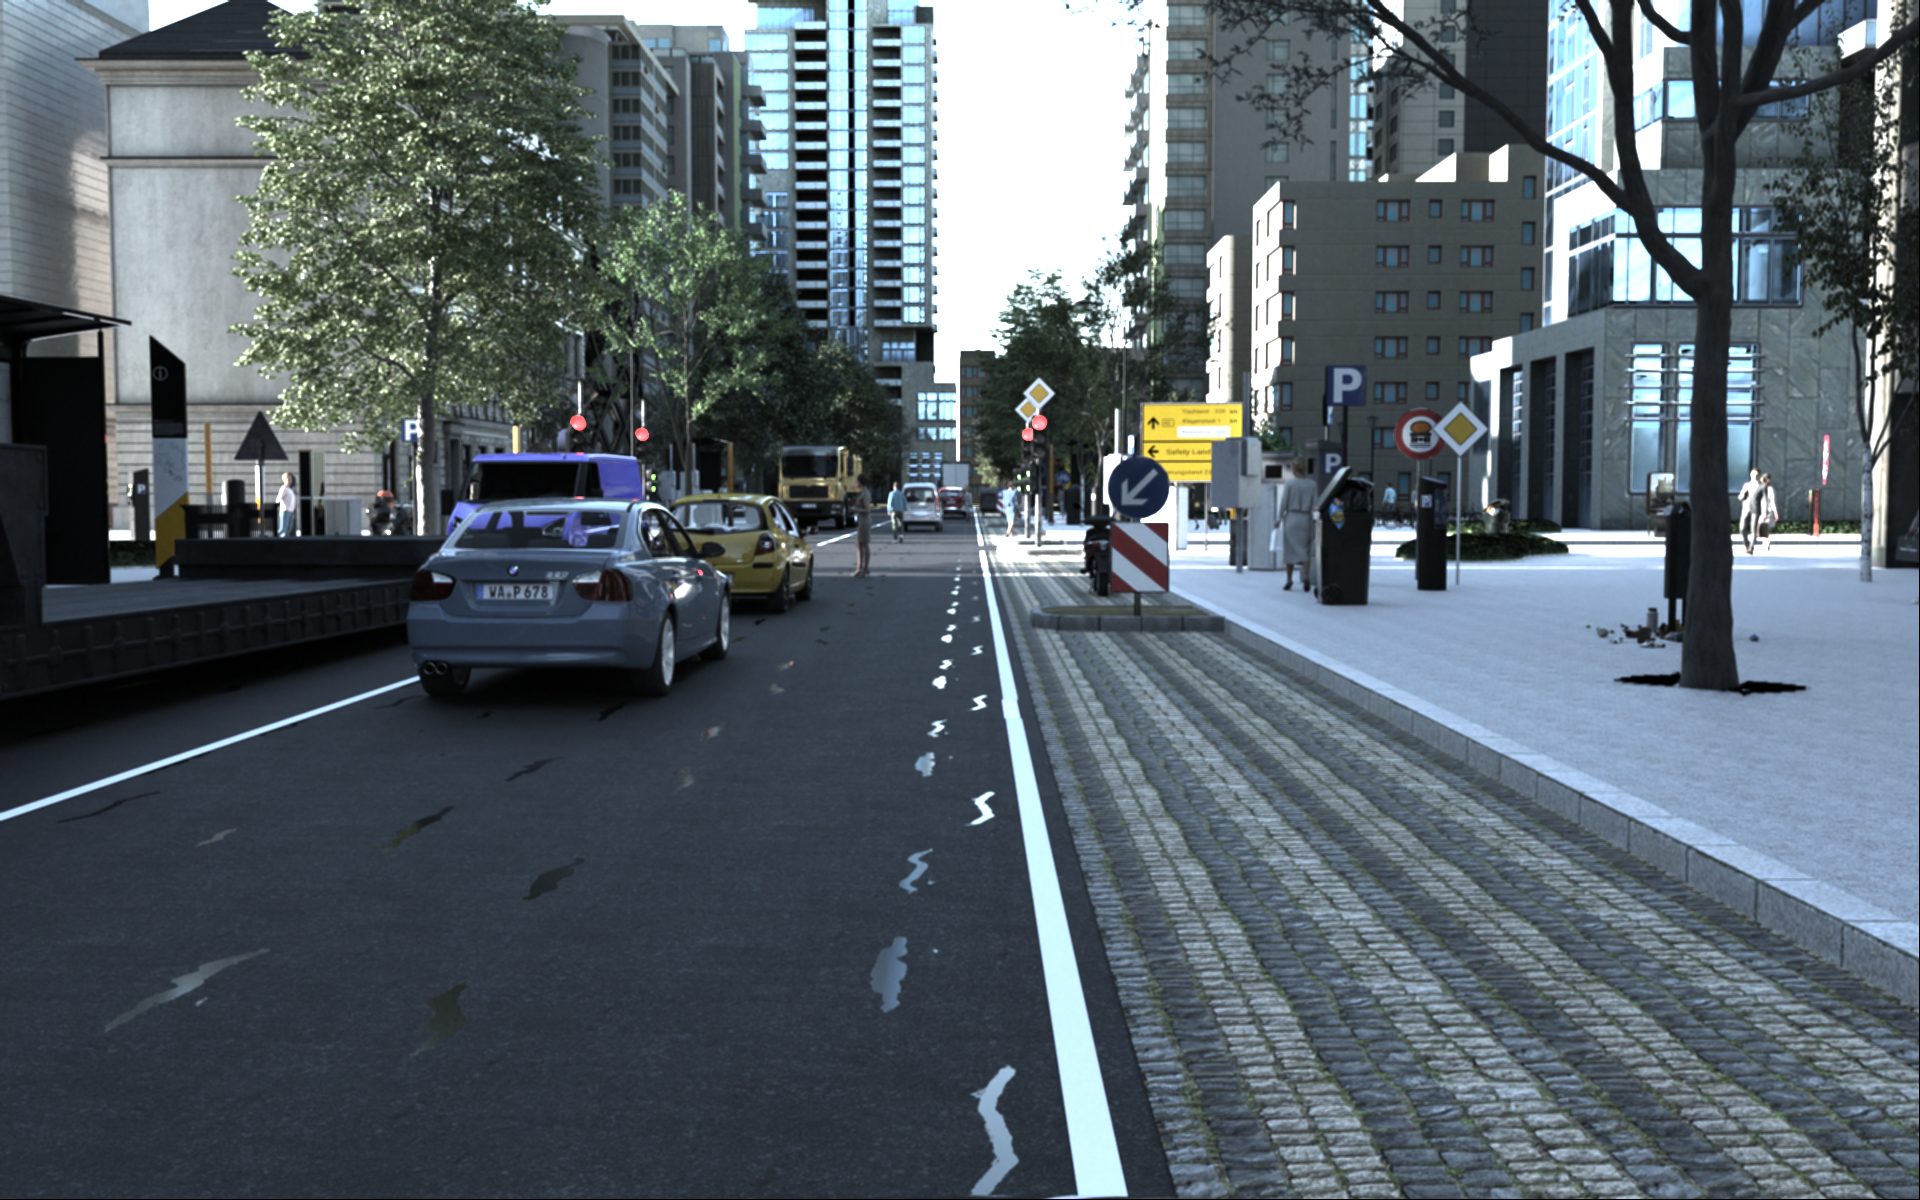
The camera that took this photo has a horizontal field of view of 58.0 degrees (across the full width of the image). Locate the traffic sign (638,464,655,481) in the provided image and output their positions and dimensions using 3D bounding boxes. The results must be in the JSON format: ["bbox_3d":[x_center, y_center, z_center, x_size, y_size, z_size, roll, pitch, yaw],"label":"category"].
[{"bbox_3d":[-12.341,-4.159,68.107,0.768,2.556,0.104,0,4,2],"label":"traffic sign"}]

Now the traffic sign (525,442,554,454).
[{"bbox_3d":[-10.349,-2.599,42.604,0.768,2.556,0.104,0,4,4],"label":"traffic sign"}]

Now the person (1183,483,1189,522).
[{"bbox_3d":[9.843,-4.410,78.367,1.509,1.804,0.699,-2,4,-24],"label":"person"}]

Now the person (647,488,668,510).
[{"bbox_3d":[-11.715,-3.741,67.427,1.509,1.804,0.699,3,5,42],"label":"person"}]

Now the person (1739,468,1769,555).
[{"bbox_3d":[16.795,-1.874,36.654,0.622,1.834,0.822,2,4,35],"label":"person"}]

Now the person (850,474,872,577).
[{"bbox_3d":[-1.709,-1.288,29.895,0.374,1.781,0.599,0,4,-5],"label":"person"}]

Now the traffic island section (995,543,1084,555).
[{"bbox_3d":[1.918,-1.192,41.763,2.009,0.180,2.903,0,4,0],"label":"traffic island section"}]

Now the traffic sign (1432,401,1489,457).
[{"bbox_3d":[7.077,-1.513,24.477,0.795,2.593,0.064,0,4,3],"label":"traffic sign"}]

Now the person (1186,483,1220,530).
[{"bbox_3d":[8.605,-3.450,62.666,0.699,1.804,1.509,-3,5,-42],"label":"person"}]

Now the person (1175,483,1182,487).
[{"bbox_3d":[6.847,-2.889,53.626,0.444,1.785,0.601,2,4,34],"label":"person"}]

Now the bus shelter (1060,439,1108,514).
[{"bbox_3d":[5.612,-5.272,77.478,1.731,3.624,6.357,0,4,1],"label":"bus shelter"}]

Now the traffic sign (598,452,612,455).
[{"bbox_3d":[-10.760,-3.196,52.362,0.768,2.556,0.104,0,4,7],"label":"traffic sign"}]

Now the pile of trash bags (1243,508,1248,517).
[{"bbox_3d":[6.254,-1.430,33.136,1.912,1.369,3.447,0,4,-3],"label":"pile of trash bags"}]

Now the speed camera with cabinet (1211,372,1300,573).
[{"bbox_3d":[4.987,-2.110,28.841,0.660,3.252,2.038,3,5,43],"label":"speed camera with cabinet"}]

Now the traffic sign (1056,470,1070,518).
[{"bbox_3d":[5.555,-5.685,93.054,0.768,2.556,0.104,0,4,5],"label":"traffic sign"}]

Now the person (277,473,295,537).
[{"bbox_3d":[-14.895,-1.910,37.943,0.598,1.740,0.731,-1,4,-13],"label":"person"}]

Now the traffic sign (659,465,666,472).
[{"bbox_3d":[-12.907,-4.646,76.076,0.768,2.556,0.104,0,4,4],"label":"traffic sign"}]

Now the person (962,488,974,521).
[{"bbox_3d":[0.394,-5.115,92.475,0.624,1.780,0.694,-3,5,-43],"label":"person"}]

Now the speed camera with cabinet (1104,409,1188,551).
[{"bbox_3d":[4.306,-2.798,40.081,2.038,3.252,0.660,3,5,42],"label":"speed camera with cabinet"}]

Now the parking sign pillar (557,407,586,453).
[{"bbox_3d":[-11.514,-3.848,51.386,1.447,3.967,1.447,1,4,9],"label":"parking sign pillar"}]

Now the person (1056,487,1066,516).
[{"bbox_3d":[5.987,-5.830,102.200,0.643,1.720,0.563,0,4,-1],"label":"person"}]

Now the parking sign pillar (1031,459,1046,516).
[{"bbox_3d":[4.755,-6.968,102.390,1.447,3.967,1.447,0,4,7],"label":"parking sign pillar"}]

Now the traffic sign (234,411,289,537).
[{"bbox_3d":[-10.947,-1.659,27.134,0.884,2.594,0.081,0,4,6],"label":"traffic sign"}]

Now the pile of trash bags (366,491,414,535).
[{"bbox_3d":[-16.402,-2.502,50.665,1.912,1.369,3.447,-2,4,-35],"label":"pile of trash bags"}]

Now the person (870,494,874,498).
[{"bbox_3d":[-10.788,-12.028,204.793,1.348,1.869,0.705,1,4,21],"label":"person"}]

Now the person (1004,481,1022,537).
[{"bbox_3d":[1.523,-2.682,52.377,0.581,1.822,0.654,3,5,45],"label":"person"}]

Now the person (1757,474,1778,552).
[{"bbox_3d":[17.776,-1.919,38.166,0.466,1.731,0.760,0,4,3],"label":"person"}]

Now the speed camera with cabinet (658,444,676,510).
[{"bbox_3d":[-11.508,-4.570,69.061,0.660,3.252,2.038,0,4,6],"label":"speed camera with cabinet"}]

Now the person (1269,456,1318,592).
[{"bbox_3d":[4.444,-1.008,22.881,0.694,1.780,0.624,1,4,11],"label":"person"}]

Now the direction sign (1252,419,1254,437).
[{"bbox_3d":[8.598,-3.681,52.177,0.379,3.537,0.876,3,4,39],"label":"direction sign"}]

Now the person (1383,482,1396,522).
[{"bbox_3d":[19.828,-4.510,79.806,0.660,1.820,0.620,-2,4,-34],"label":"person"}]

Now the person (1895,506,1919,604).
[{"bbox_3d":[11.181,-0.834,19.869,0.709,1.800,0.728,-2,4,-24],"label":"person"}]

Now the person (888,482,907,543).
[{"bbox_3d":[-1.841,-2.578,50.990,0.601,1.785,0.444,-1,4,-15],"label":"person"}]

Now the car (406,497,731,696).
[{"bbox_3d":[-2.918,-0.097,13.584,2.014,1.417,4.499,0,4,1],"label":"car"}]

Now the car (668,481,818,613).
[{"bbox_3d":[-2.889,-0.737,22.272,2.015,1.641,3.980,0,4,1],"label":"car"}]

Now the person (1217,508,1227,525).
[{"bbox_3d":[10.812,-4.002,71.651,0.511,1.800,0.466,2,4,27],"label":"person"}]

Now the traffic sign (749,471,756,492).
[{"bbox_3d":[-11.057,-5.729,93.773,0.768,2.556,0.104,0,4,6],"label":"traffic sign"}]

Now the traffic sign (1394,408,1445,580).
[{"bbox_3d":[6.861,-1.575,25.865,0.768,2.556,0.104,1,4,10],"label":"traffic sign"}]

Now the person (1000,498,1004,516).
[{"bbox_3d":[2.853,-6.373,112.505,0.655,1.846,0.447,2,4,35],"label":"person"}]

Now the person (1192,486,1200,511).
[{"bbox_3d":[15.648,-6.735,116.379,0.699,1.804,1.509,0,4,-2],"label":"person"}]

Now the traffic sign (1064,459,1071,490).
[{"bbox_3d":[7.058,-6.389,98.334,2.265,3.308,0.079,0,4,5],"label":"traffic sign"}]

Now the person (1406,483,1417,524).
[{"bbox_3d":[18.823,-3.962,71.577,0.760,1.731,0.466,2,4,24],"label":"person"}]

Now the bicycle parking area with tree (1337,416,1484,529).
[{"bbox_3d":[15.365,-4.858,66.429,9.016,4.147,8.231,1,4,14],"label":"bicycle parking area with tree"}]

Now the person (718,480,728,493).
[{"bbox_3d":[-9.334,-3.860,69.003,0.661,1.843,0.795,0,4,-3],"label":"person"}]

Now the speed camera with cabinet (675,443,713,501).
[{"bbox_3d":[-10.332,-4.498,67.876,0.660,3.252,2.038,1,4,14],"label":"speed camera with cabinet"}]

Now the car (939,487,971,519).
[{"bbox_3d":[-0.431,-5.628,100.695,2.281,1.827,5.304,0,4,2],"label":"car"}]

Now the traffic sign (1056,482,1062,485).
[{"bbox_3d":[6.122,-6.284,102.752,0.884,2.594,0.081,1,4,8],"label":"traffic sign"}]

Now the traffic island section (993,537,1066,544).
[{"bbox_3d":[1.973,-1.680,49.748,2.009,0.180,2.903,0,4,0],"label":"traffic island section"}]

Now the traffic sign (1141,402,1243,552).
[{"bbox_3d":[5.149,-2.725,38.419,2.265,3.308,0.079,1,4,8],"label":"traffic sign"}]
